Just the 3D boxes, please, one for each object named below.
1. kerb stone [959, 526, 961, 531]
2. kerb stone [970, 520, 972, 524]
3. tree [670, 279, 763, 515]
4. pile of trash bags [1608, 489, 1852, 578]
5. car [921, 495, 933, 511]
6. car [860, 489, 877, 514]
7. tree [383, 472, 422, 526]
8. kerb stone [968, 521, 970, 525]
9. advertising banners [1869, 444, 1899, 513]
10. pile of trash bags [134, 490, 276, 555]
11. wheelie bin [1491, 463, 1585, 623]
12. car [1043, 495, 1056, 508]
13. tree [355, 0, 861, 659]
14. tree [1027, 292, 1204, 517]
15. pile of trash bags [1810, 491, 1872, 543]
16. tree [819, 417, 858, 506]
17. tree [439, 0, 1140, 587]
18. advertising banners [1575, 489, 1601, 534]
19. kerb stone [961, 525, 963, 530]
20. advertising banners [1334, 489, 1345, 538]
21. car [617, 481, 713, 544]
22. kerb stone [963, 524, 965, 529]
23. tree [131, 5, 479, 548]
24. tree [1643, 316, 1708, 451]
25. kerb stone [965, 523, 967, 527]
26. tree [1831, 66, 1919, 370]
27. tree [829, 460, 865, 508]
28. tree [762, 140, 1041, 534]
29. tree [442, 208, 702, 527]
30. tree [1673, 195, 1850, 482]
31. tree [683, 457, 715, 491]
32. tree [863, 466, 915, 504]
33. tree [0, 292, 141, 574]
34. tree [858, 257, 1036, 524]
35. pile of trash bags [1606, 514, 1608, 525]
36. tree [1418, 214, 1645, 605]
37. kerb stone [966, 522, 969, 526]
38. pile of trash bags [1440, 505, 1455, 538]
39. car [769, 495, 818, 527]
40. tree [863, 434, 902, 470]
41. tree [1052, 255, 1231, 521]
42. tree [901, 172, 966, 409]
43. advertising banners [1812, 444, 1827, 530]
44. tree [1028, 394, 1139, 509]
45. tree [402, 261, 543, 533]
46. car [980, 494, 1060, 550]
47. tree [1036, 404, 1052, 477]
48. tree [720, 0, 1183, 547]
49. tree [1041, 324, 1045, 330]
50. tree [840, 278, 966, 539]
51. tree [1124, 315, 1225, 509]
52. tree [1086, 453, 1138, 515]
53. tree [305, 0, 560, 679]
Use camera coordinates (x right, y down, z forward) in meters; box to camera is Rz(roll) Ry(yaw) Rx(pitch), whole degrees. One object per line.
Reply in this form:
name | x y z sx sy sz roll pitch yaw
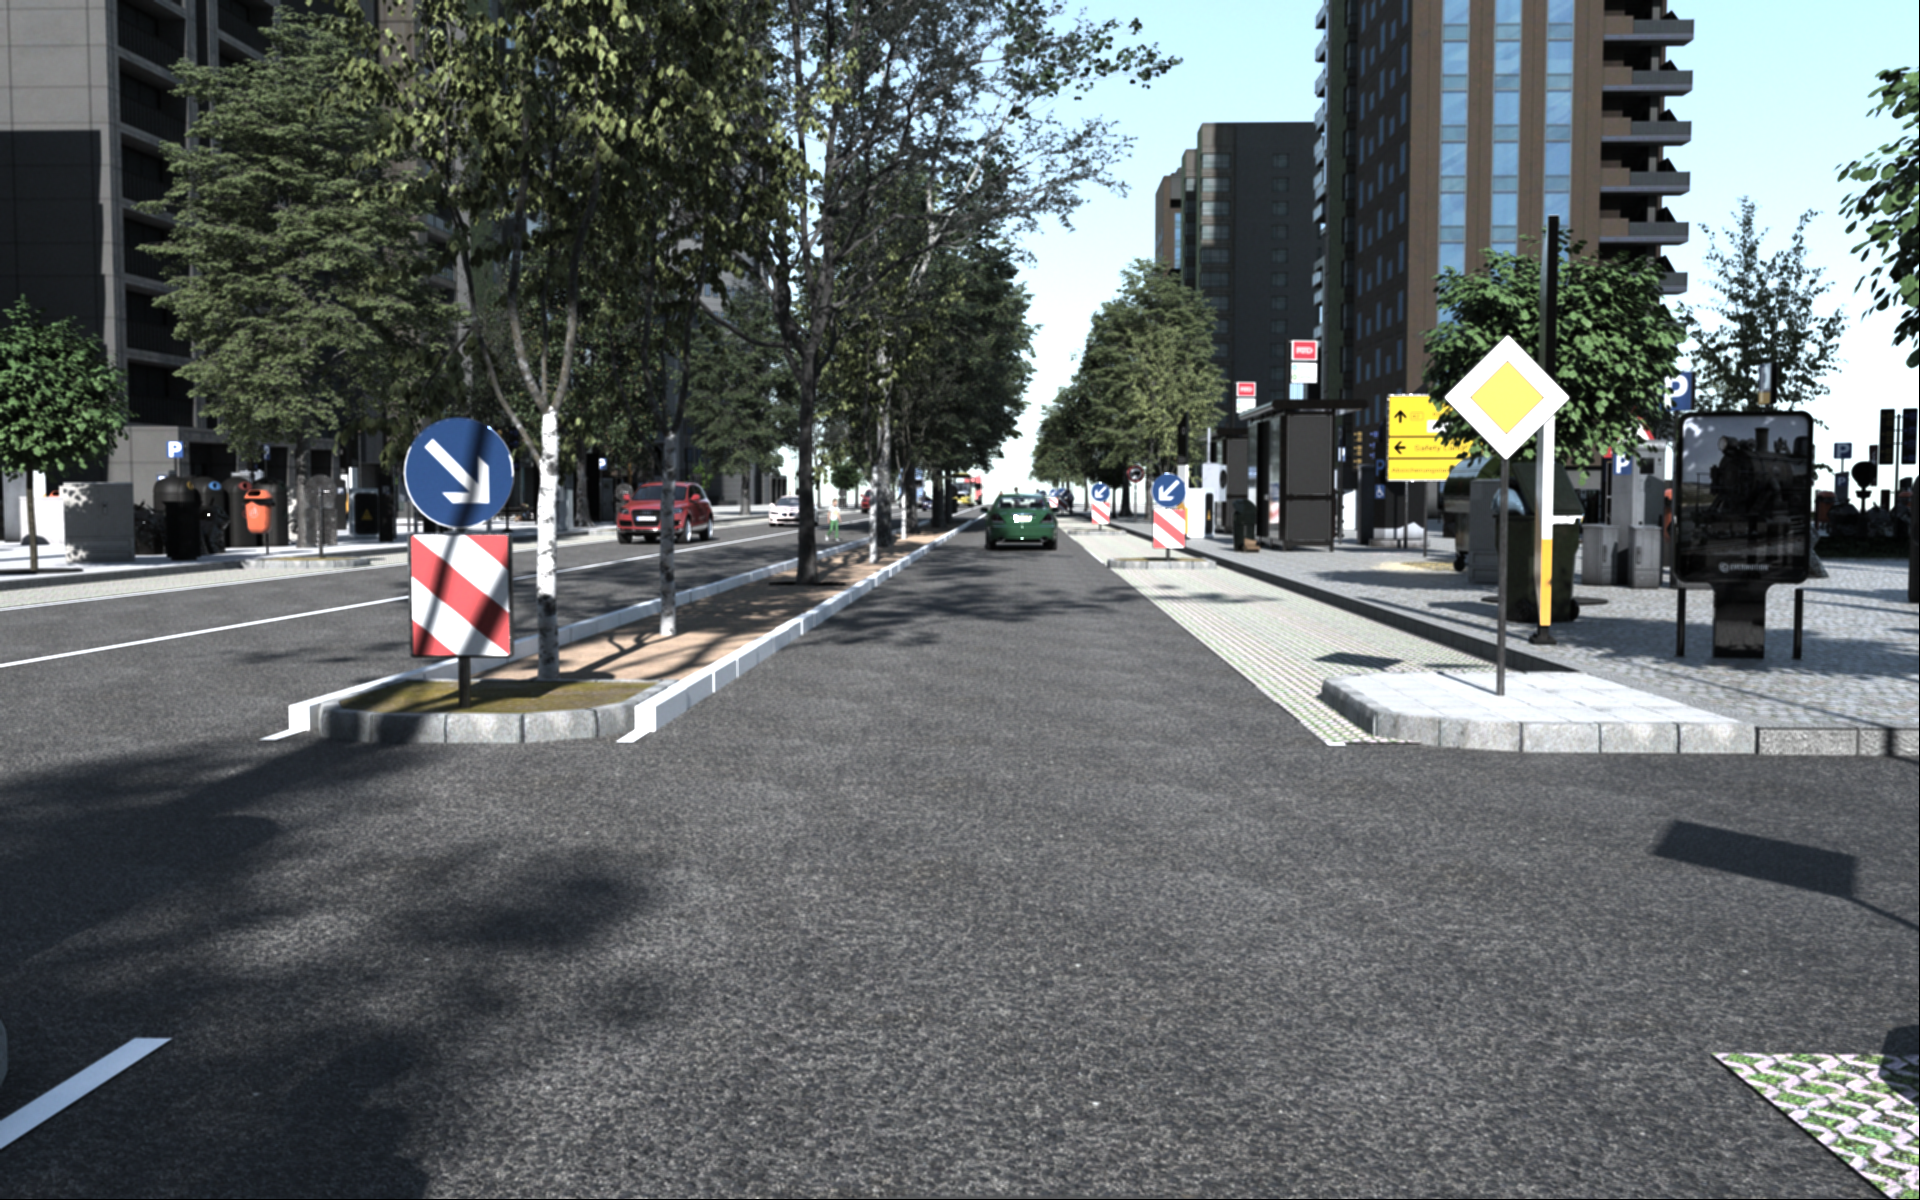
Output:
kerb stone | -0.126 -2.571 64.232 0.120 0.150 1.000 0 4 2
kerb stone | 0.358 -3.447 78.563 0.120 0.150 1.000 0 4 2
tree | -12.969 -12.077 104.109 9.857 13.997 8.962 0 3 0
pile of trash bags | 12.182 -1.096 27.667 1.912 1.369 3.447 -1 4 -9
car | -2.302 -8.244 147.368 1.945 1.354 3.894 0 4 2
car | -6.245 -7.357 128.953 2.281 1.827 5.304 0 4 0
tree | -22.519 -4.671 70.979 1.663 3.219 1.824 0 3 0
kerb stone | 0.247 -3.260 75.498 0.120 0.150 1.000 0 4 2
advertising banners | 32.383 -3.937 60.556 0.090 3.025 2.074 0 4 -5
pile of trash bags | -16.111 -1.652 36.767 3.447 1.369 1.912 1 4 12
wheelie bin | 5.796 -0.587 17.500 0.980 1.594 0.693 -1 4 -22
car | 8.725 -9.751 172.002 1.945 1.354 3.894 0 4 3
tree | -2.984 -3.955 17.491 4.737 8.622 4.395 0 3 0
tree | 9.569 -11.100 98.485 9.611 12.733 9.660 0 3 0
pile of trash bags | 25.417 -2.404 49.051 1.912 1.369 3.447 -1 4 -10
tree | -11.129 -16.042 180.405 7.486 12.596 7.792 0 3 0
tree | -2.423 -6.977 26.903 12.009 13.543 11.850 0 3 0
advertising banners | 18.825 -3.479 53.063 2.074 3.025 0.090 -1 4 -22
kerb stone | -0.050 -2.697 66.289 0.120 0.150 1.000 0 4 2
advertising banners | 10.988 -3.350 50.955 0.090 3.025 2.074 0 4 -3
car | -8.693 -2.612 51.376 2.281 1.827 5.304 0 4 3
kerb stone | 0.016 -2.822 68.341 0.120 0.150 1.000 0 4 2
tree | -15.299 -7.498 40.719 7.486 12.596 7.792 0 3 0
tree | 28.788 -7.450 72.169 4.360 8.622 3.978 0 3 0
kerb stone | 0.110 -3.009 71.406 0.120 0.150 1.000 0 4 2
tree | 6.675 -1.584 9.607 4.285 4.588 4.351 0 3 0
tree | -10.758 -11.034 164.125 4.285 4.588 4.351 0 3 0
tree | -1.766 -9.332 61.686 9.857 13.997 8.962 0 3 0
tree | -14.701 -9.172 66.972 9.611 12.733 9.660 0 3 0
tree | 19.658 -5.622 42.289 4.737 8.622 4.395 0 3 0
tree | -13.818 -5.923 91.445 1.663 3.219 1.824 0 3 0
tree | -9.061 -19.412 234.397 9.611 12.733 9.660 0 3 0
tree | -15.293 -2.735 28.438 4.285 4.588 4.351 0 3 0
tree | -0.468 -9.858 81.758 7.486 12.596 7.792 0 3 0
pile of trash bags | 13.680 -1.392 32.510 1.912 1.369 3.447 -2 4 -32
tree | 6.919 -2.247 20.453 4.285 4.588 4.351 0 3 0
kerb stone | 0.183 -3.135 73.448 0.120 0.150 1.000 0 4 2
pile of trash bags | 15.113 -2.532 51.149 1.912 1.369 3.447 0 4 -5
car | -7.432 -3.996 77.695 2.083 1.381 4.827 0 4 1
tree | -9.227 -16.346 201.675 8.767 10.594 7.601 2 4 29
tree | 9.407 -10.073 82.813 7.486 12.596 7.792 0 3 0
tree | -1.826 -5.071 35.724 4.737 8.622 4.395 0 3 0
advertising banners | 30.438 -3.989 61.404 0.090 3.025 2.074 3 5 43
tree | 10.961 -13.176 149.841 8.767 10.594 7.601 -1 4 -18
tree | -15.059 -6.359 54.340 4.360 8.622 3.978 0 3 0
car | 1.592 -2.075 45.717 2.131 1.459 4.920 0 4 0
tree | 11.215 -16.068 180.841 7.486 12.596 7.792 0 3 0
tree | -0.868 -11.437 45.349 12.611 20.169 13.585 0 3 0
tree | -0.882 -10.022 72.970 9.857 13.997 8.962 0 3 0
tree | -1.774 -6.212 54.386 4.360 8.622 3.978 0 3 0
tree | 8.505 -7.386 71.123 4.737 8.622 4.395 0 3 0
tree | 9.684 -7.632 108.502 4.285 4.588 4.351 0 3 0
tree | -3.045 -3.660 12.663 4.737 8.622 4.395 0 3 0
